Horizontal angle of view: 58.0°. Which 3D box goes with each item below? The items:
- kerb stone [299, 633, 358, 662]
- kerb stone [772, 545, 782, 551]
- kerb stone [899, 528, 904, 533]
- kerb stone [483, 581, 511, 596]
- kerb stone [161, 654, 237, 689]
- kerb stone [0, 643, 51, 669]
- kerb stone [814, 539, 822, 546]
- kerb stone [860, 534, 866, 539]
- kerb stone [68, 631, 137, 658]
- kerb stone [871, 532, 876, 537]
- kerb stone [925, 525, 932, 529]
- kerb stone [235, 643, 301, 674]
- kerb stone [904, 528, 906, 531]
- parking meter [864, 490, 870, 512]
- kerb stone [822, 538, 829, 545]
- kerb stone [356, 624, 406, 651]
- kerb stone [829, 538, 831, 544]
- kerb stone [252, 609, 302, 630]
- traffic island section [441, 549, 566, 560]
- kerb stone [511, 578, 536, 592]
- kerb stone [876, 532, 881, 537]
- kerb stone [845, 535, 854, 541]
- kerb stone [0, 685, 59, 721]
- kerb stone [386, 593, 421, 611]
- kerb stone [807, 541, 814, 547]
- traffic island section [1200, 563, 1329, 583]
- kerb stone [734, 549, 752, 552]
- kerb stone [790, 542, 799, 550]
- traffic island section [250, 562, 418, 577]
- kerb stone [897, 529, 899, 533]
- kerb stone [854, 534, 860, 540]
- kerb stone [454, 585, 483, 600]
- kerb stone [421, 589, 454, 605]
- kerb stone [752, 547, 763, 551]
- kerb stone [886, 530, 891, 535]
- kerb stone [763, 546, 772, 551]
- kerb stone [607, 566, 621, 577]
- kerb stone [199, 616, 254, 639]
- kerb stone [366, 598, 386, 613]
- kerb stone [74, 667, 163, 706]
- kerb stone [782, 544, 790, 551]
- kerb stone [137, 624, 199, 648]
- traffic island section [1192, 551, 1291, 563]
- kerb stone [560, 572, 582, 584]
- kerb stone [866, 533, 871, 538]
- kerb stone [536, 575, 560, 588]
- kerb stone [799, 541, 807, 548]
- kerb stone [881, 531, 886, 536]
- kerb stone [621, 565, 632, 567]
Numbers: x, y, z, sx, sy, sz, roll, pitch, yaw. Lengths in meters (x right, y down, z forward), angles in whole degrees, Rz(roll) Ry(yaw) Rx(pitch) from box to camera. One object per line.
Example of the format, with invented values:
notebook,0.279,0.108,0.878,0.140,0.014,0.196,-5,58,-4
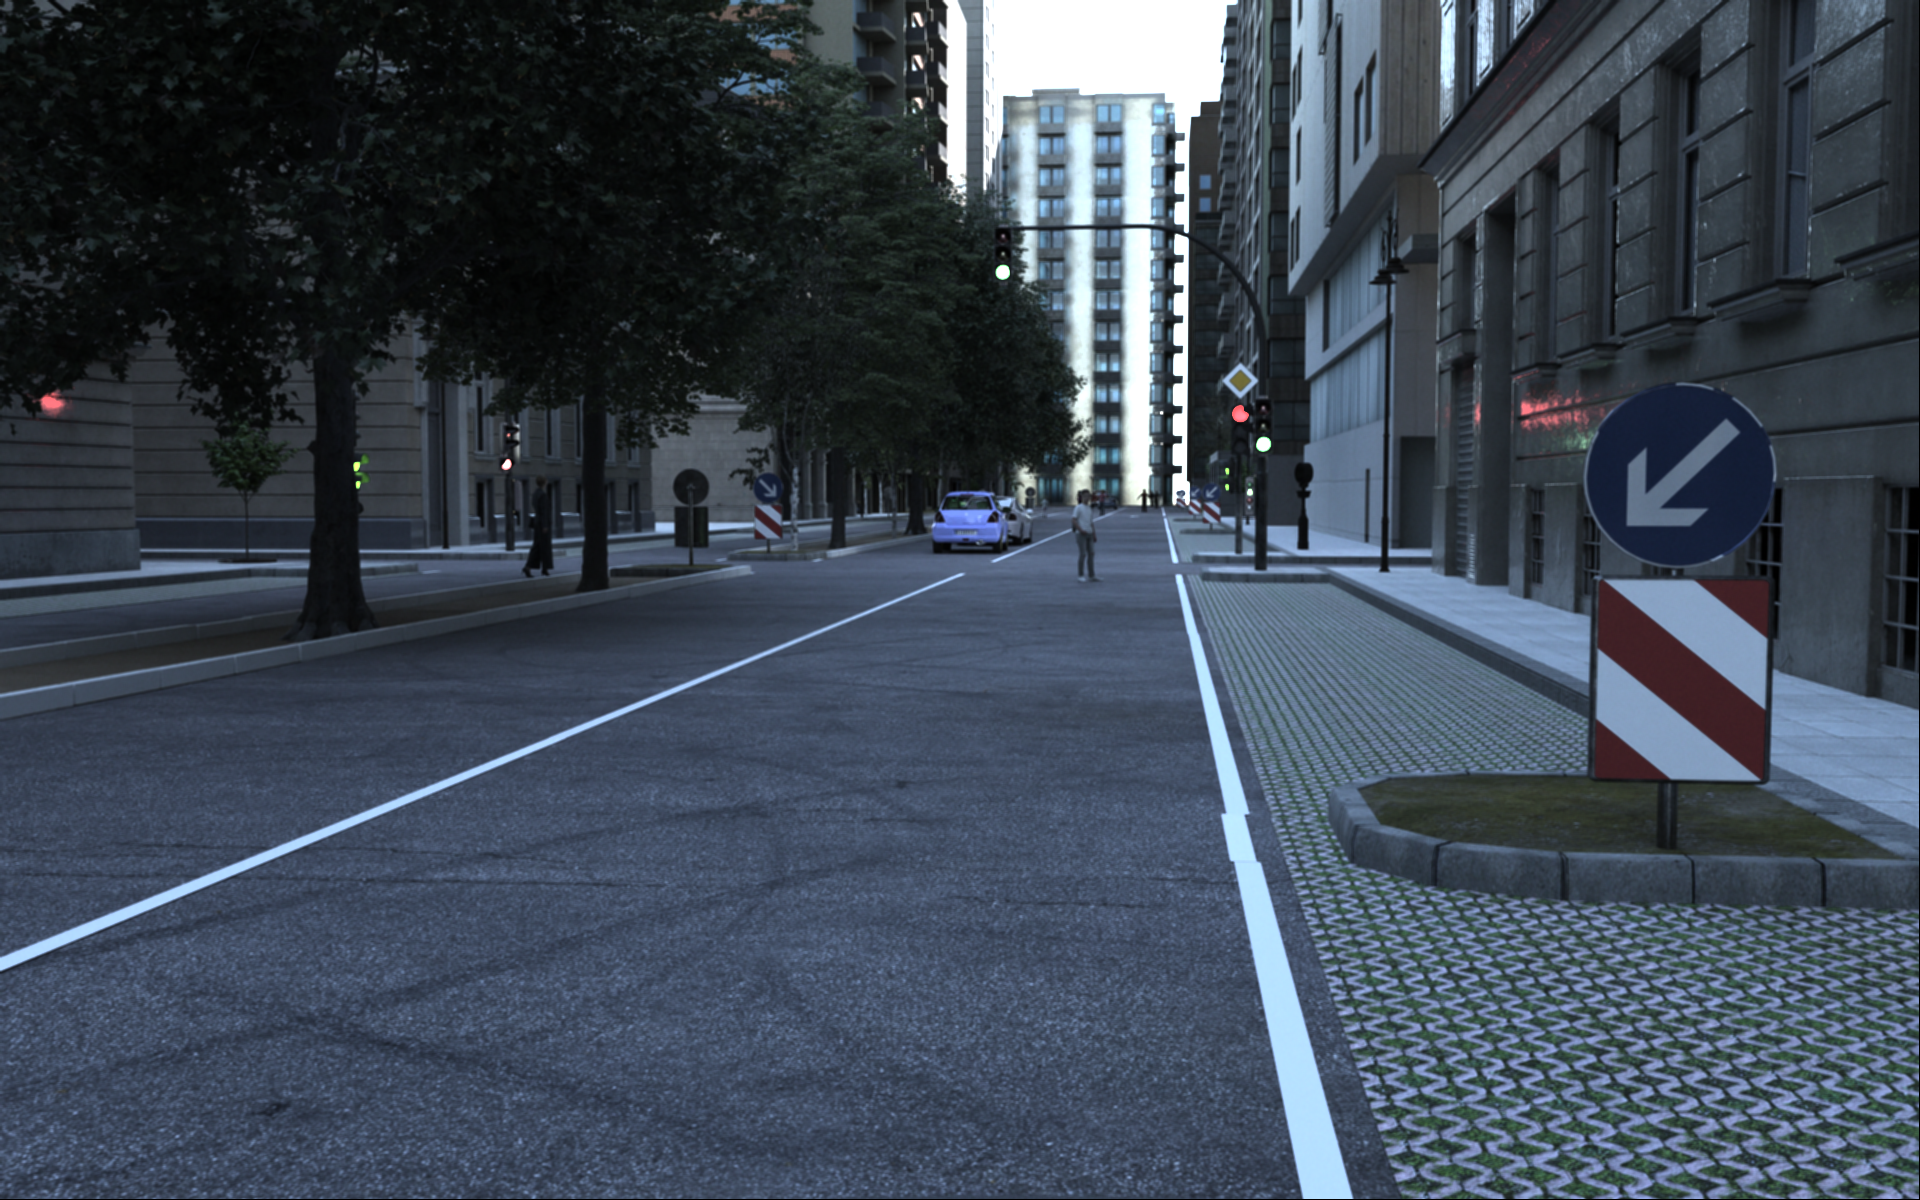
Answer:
kerb stone,-5.619,0.427,15.263,0.120,0.150,1.000,0,4,7
kerb stone,-4.609,-1.239,42.493,0.120,0.150,1.000,0,4,7
kerb stone,-2.274,-2.481,62.856,0.120,0.150,1.000,0,4,7
kerb stone,-6.661,-0.149,24.625,0.120,0.150,1.000,0,4,7
kerb stone,-5.863,0.554,13.222,0.120,0.150,1.000,0,4,7
kerb stone,-7.832,0.476,14.451,0.120,0.150,1.000,0,4,7
kerb stone,-4.027,-1.551,47.588,0.120,0.150,1.000,0,4,7
kerb stone,-3.201,-1.987,54.717,0.120,0.150,1.000,0,4,7
kerb stone,-7.721,0.412,15.467,0.120,0.150,1.000,0,4,7
kerb stone,-2.965,-2.113,56.748,0.120,0.150,1.000,0,4,7
kerb stone,-1.216,-3.047,72.027,0.120,0.150,1.000,0,4,7
kerb stone,-5.744,0.492,14.242,0.120,0.150,1.000,0,4,7
kerb stone,-2.148,-2.549,63.874,0.120,0.150,1.000,0,4,7
parking meter,-6.045,-6.389,112.876,0.372,1.533,0.369,0,3,0
kerb stone,-3.910,-1.614,48.604,0.120,0.150,1.000,0,4,7
kerb stone,-5.507,0.362,16.285,0.120,0.150,1.000,0,4,7
kerb stone,-3.792,-1.677,49.620,0.120,0.150,1.000,0,4,7
kerb stone,-7.365,0.225,18.524,0.120,0.150,1.000,0,4,7
traffic island section,-10.141,-1.021,38.978,2.009,0.180,2.903,0,4,7
kerb stone,-6.547,-0.211,25.644,0.120,0.150,1.000,0,4,7
kerb stone,-2.859,-2.175,57.765,0.120,0.150,1.000,0,4,7
kerb stone,-3.443,-1.864,52.677,0.120,0.150,1.000,0,4,7
kerb stone,-6.092,0.675,11.181,0.120,0.150,1.000,0,4,7
kerb stone,-7.014,0.038,21.579,0.120,0.150,1.000,0,4,7
kerb stone,-4.146,-1.489,46.573,0.120,0.150,1.000,0,4,7
traffic island section,5.081,-0.423,29.191,2.009,0.180,2.903,0,4,7
kerb stone,-4.961,-1.054,39.434,0.120,0.150,1.000,0,4,7
kerb stone,-4.372,-1.363,44.538,0.120,0.150,1.000,0,4,7
traffic island section,-11.054,-0.536,31.045,2.009,0.180,2.903,0,4,7
kerb stone,-2.390,-2.425,61.838,0.120,0.150,1.000,0,4,7
kerb stone,-3.322,-1.926,53.697,0.120,0.150,1.000,0,4,7
kerb stone,-6.788,-0.087,23.611,0.120,0.150,1.000,0,4,7
kerb stone,-6.896,-0.024,22.594,0.120,0.150,1.000,0,4,7
kerb stone,-4.843,-1.114,40.453,0.120,0.150,1.000,0,4,7
kerb stone,-2.616,-2.297,59.802,0.120,0.150,1.000,0,4,7
kerb stone,-4.726,-1.179,41.474,0.120,0.150,1.000,0,4,7
kerb stone,-6.078,-0.460,29.711,0.120,0.150,1.000,0,4,7
kerb stone,-7.479,0.299,17.510,0.120,0.150,1.000,0,4,7
kerb stone,-7.131,0.100,20.564,0.120,0.150,1.000,0,4,7
kerb stone,-5.980,0.614,12.207,0.120,0.150,1.000,0,4,7
kerb stone,-4.493,-1.304,43.513,0.120,0.150,1.000,0,4,7
kerb stone,-7.602,0.349,16.489,0.120,0.150,1.000,0,4,7
traffic island section,5.993,-0.908,37.124,2.009,0.180,2.903,0,4,7
kerb stone,-6.311,-0.335,27.675,0.120,0.150,1.000,0,4,7
kerb stone,-3.086,-2.051,55.733,0.120,0.150,1.000,0,4,7
kerb stone,-6.429,-0.272,26.659,0.120,0.150,1.000,0,4,7
kerb stone,-4.259,-1.429,45.557,0.120,0.150,1.000,0,4,7
kerb stone,-2.732,-2.238,58.786,0.120,0.150,1.000,0,4,7
kerb stone,-5.965,-0.520,30.727,0.120,0.150,1.000,0,4,7
